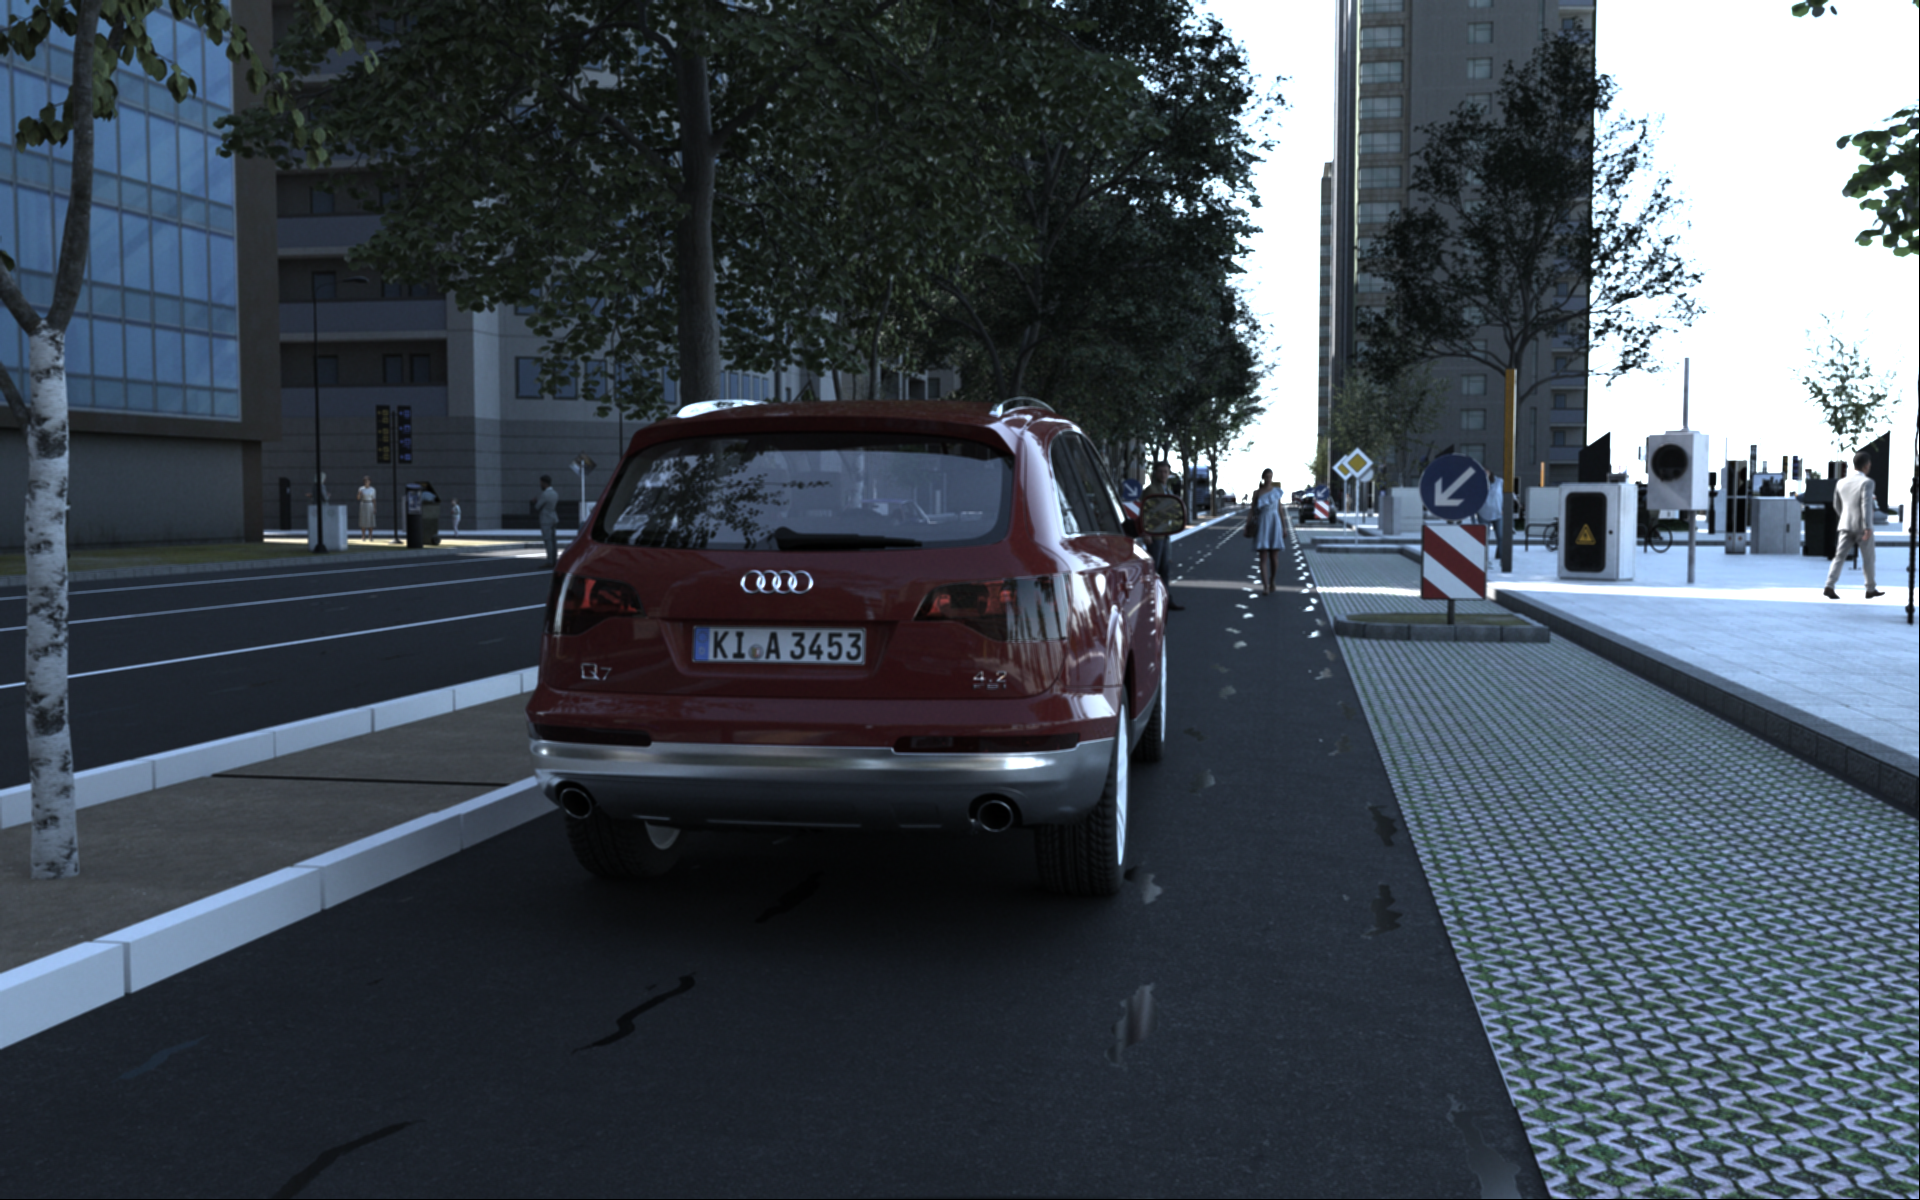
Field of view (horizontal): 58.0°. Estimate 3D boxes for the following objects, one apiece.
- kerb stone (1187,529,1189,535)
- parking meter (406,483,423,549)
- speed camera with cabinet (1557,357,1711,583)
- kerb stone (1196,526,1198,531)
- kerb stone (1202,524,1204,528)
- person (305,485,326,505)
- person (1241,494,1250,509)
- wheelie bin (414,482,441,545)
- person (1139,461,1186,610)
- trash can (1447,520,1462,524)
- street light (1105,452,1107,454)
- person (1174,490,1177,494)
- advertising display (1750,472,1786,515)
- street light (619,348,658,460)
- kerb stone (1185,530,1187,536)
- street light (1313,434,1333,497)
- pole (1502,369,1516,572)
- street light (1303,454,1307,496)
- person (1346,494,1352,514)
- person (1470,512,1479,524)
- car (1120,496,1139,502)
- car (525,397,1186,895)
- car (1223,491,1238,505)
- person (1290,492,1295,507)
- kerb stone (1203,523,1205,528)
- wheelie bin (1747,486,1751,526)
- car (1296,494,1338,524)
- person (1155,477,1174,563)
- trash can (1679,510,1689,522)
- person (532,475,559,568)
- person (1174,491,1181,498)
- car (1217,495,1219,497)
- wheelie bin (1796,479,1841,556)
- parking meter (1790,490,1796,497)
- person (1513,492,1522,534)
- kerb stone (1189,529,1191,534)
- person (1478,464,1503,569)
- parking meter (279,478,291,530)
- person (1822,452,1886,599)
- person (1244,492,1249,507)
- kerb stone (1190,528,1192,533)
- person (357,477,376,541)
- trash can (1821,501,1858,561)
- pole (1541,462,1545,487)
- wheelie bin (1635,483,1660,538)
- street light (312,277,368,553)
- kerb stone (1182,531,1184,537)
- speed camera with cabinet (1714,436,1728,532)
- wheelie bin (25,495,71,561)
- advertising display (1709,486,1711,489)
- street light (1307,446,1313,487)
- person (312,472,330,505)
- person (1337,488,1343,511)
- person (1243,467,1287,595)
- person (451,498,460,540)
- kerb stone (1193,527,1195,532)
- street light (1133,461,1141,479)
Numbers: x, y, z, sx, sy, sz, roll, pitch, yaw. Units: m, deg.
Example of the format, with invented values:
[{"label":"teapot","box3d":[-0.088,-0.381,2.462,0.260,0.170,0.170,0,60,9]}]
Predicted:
[{"label":"kerb stone","box3d":[7.685,-2.280,59.481,0.120,0.150,1.000,1,4,10]},{"label":"parking meter","box3d":[-12.896,-1.989,40.935,0.372,1.533,0.369,0,3,0]},{"label":"speed camera with cabinet","box3d":[9.862,-1.900,25.407,0.660,3.252,2.038,-3,5,-42]},{"label":"kerb stone","box3d":[8.805,-2.647,65.518,0.120,0.150,1.000,1,4,10]},{"label":"kerb stone","box3d":[9.742,-2.950,70.552,0.120,0.150,1.000,1,4,10]},{"label":"person","box3d":[-17.398,-2.483,46.824,0.590,1.801,0.661,-1,4,-15]},{"label":"person","box3d":[27.235,-9.403,165.433,0.628,1.438,0.799,3,5,43]},{"label":"wheelie bin","box3d":[-13.518,-2.186,43.648,0.980,1.594,0.693,3,4,38]},{"label":"person","box3d":[2.370,-0.783,21.217,0.836,1.842,0.656,0,4,-3]},{"label":"trash can","box3d":[20.670,-3.715,72.397,0.748,1.137,0.748,0,3,0]},{"label":"street light","box3d":[15.720,-13.514,193.501,1.470,5.913,1.316,1,4,10]},{"label":"person","box3d":[19.842,-9.258,159.888,0.705,1.821,1.348,2,4,23]},{"label":"advertising display","box3d":[23.848,-2.808,51.125,0.123,1.923,0.974,-3,5,-39]},{"label":"street light","box3d":[-10.147,-5.010,54.453,1.470,5.913,1.316,1,4,10]},{"label":"kerb stone","box3d":[7.493,-2.218,58.474,0.120,0.150,1.000,1,4,10]},{"label":"street light","box3d":[28.288,-9.890,134.237,1.470,5.913,1.316,1,4,10]},{"label":"pole","box3d":[8.974,-2.109,28.320,0.158,3.312,0.155,0,3,0]},{"label":"street light","box3d":[43.655,-14.934,216.705,1.470,5.913,1.316,1,4,10]},{"label":"person","box3d":[24.514,-6.057,109.340,0.475,1.303,0.640,1,4,15]},{"label":"person","box3d":[14.862,-2.616,49.494,0.731,1.740,0.598,-1,4,-16]},{"label":"car","box3d":[6.864,-4.016,74.707,2.155,1.783,4.494,1,4,11]},{"label":"car","box3d":[-0.149,0.050,7.856,2.281,1.827,5.304,1,4,9]},{"label":"car","box3d":[36.822,-13.957,236.876,2.281,1.827,5.304,1,4,9]},{"label":"person","box3d":[35.823,-10.819,186.301,0.530,1.710,0.541,-2,4,-32]},{"label":"kerb stone","box3d":[9.928,-3.019,71.564,0.120,0.150,1.000,1,4,10]},{"label":"wheelie bin","box3d":[31.304,-3.740,69.053,0.980,1.594,0.693,1,4,12]},{"label":"car","box3d":[17.344,-4.541,84.026,2.009,1.686,4.222,1,4,10]},{"label":"person","box3d":[4.163,-1.665,35.828,0.635,1.810,0.391,-1,4,-17]},{"label":"trash can","box3d":[28.735,-3.472,68.422,0.748,1.137,0.748,0,3,0]},{"label":"person","box3d":[-8.075,-1.531,33.713,0.466,1.800,0.511,0,4,0]},{"label":"person","box3d":[18.859,-8.726,151.893,1.217,1.735,0.721,1,4,15]},{"label":"car","box3d":[31.367,-12.266,212.342,2.131,1.459,4.920,1,4,11]},{"label":"wheelie bin","box3d":[17.849,-1.712,35.902,0.980,1.594,0.693,2,4,35]},{"label":"parking meter","box3d":[56.917,-6.728,118.411,0.372,1.533,0.369,0,3,0]},{"label":"person","box3d":[17.759,-3.004,55.837,0.731,1.740,0.598,0,4,-2]},{"label":"kerb stone","box3d":[7.880,-2.341,60.486,0.120,0.150,1.000,1,4,10]},{"label":"person","box3d":[9.175,-1.439,29.837,0.793,1.790,0.793,-1,4,-19]},{"label":"parking meter","box3d":[-23.884,-3.400,61.304,0.255,1.863,0.399,0,4,3]},{"label":"person","box3d":[10.922,-0.907,21.146,0.850,1.792,0.678,-1,4,-21]},{"label":"person","box3d":[31.863,-11.153,192.313,0.593,1.643,0.415,0,4,-6]},{"label":"kerb stone","box3d":[8.059,-2.404,61.493,0.120,0.150,1.000,1,4,10]},{"label":"person","box3d":[-16.065,-2.464,46.904,0.480,1.755,0.524,-2,4,-26]},{"label":"trash can","box3d":[17.085,-1.340,33.569,0.748,1.137,0.748,0,3,0]},{"label":"pole","box3d":[37.195,-7.140,110.574,0.158,3.312,0.155,0,3,0]},{"label":"wheelie bin","box3d":[19.966,-2.600,50.413,0.693,1.594,0.980,-2,4,-35]},{"label":"street light","box3d":[-13.336,-3.959,37.273,1.470,5.913,1.316,1,4,10]},{"label":"kerb stone","box3d":[7.127,-2.096,56.463,0.120,0.150,1.000,1,4,10]},{"label":"speed camera with cabinet","box3d":[26.002,-3.939,58.740,0.660,3.252,2.038,3,4,36]},{"label":"wheelie bin","box3d":[-17.338,-1.531,32.940,0.693,1.594,0.980,-1,4,-17]},{"label":"advertising display","box3d":[38.574,-5.138,89.218,0.123,1.923,0.974,2,4,34]},{"label":"street light","box3d":[34.252,-11.836,166.066,1.470,5.913,1.316,1,4,10]},{"label":"person","box3d":[-14.932,-2.101,40.580,0.526,1.800,0.537,-3,4,-38]},{"label":"person","box3d":[28.922,-7.668,132.131,0.721,1.743,1.217,0,4,1]},{"label":"person","box3d":[4.373,-0.992,24.815,0.616,1.811,0.778,1,4,13]},{"label":"person","box3d":[-15.688,-2.510,53.821,0.425,1.301,0.394,2,4,34]},{"label":"kerb stone","box3d":[8.437,-2.527,63.507,0.120,0.150,1.000,1,4,10]},{"label":"street light","box3d":[24.904,-16.561,243.317,1.470,5.913,1.316,1,4,10]}]
